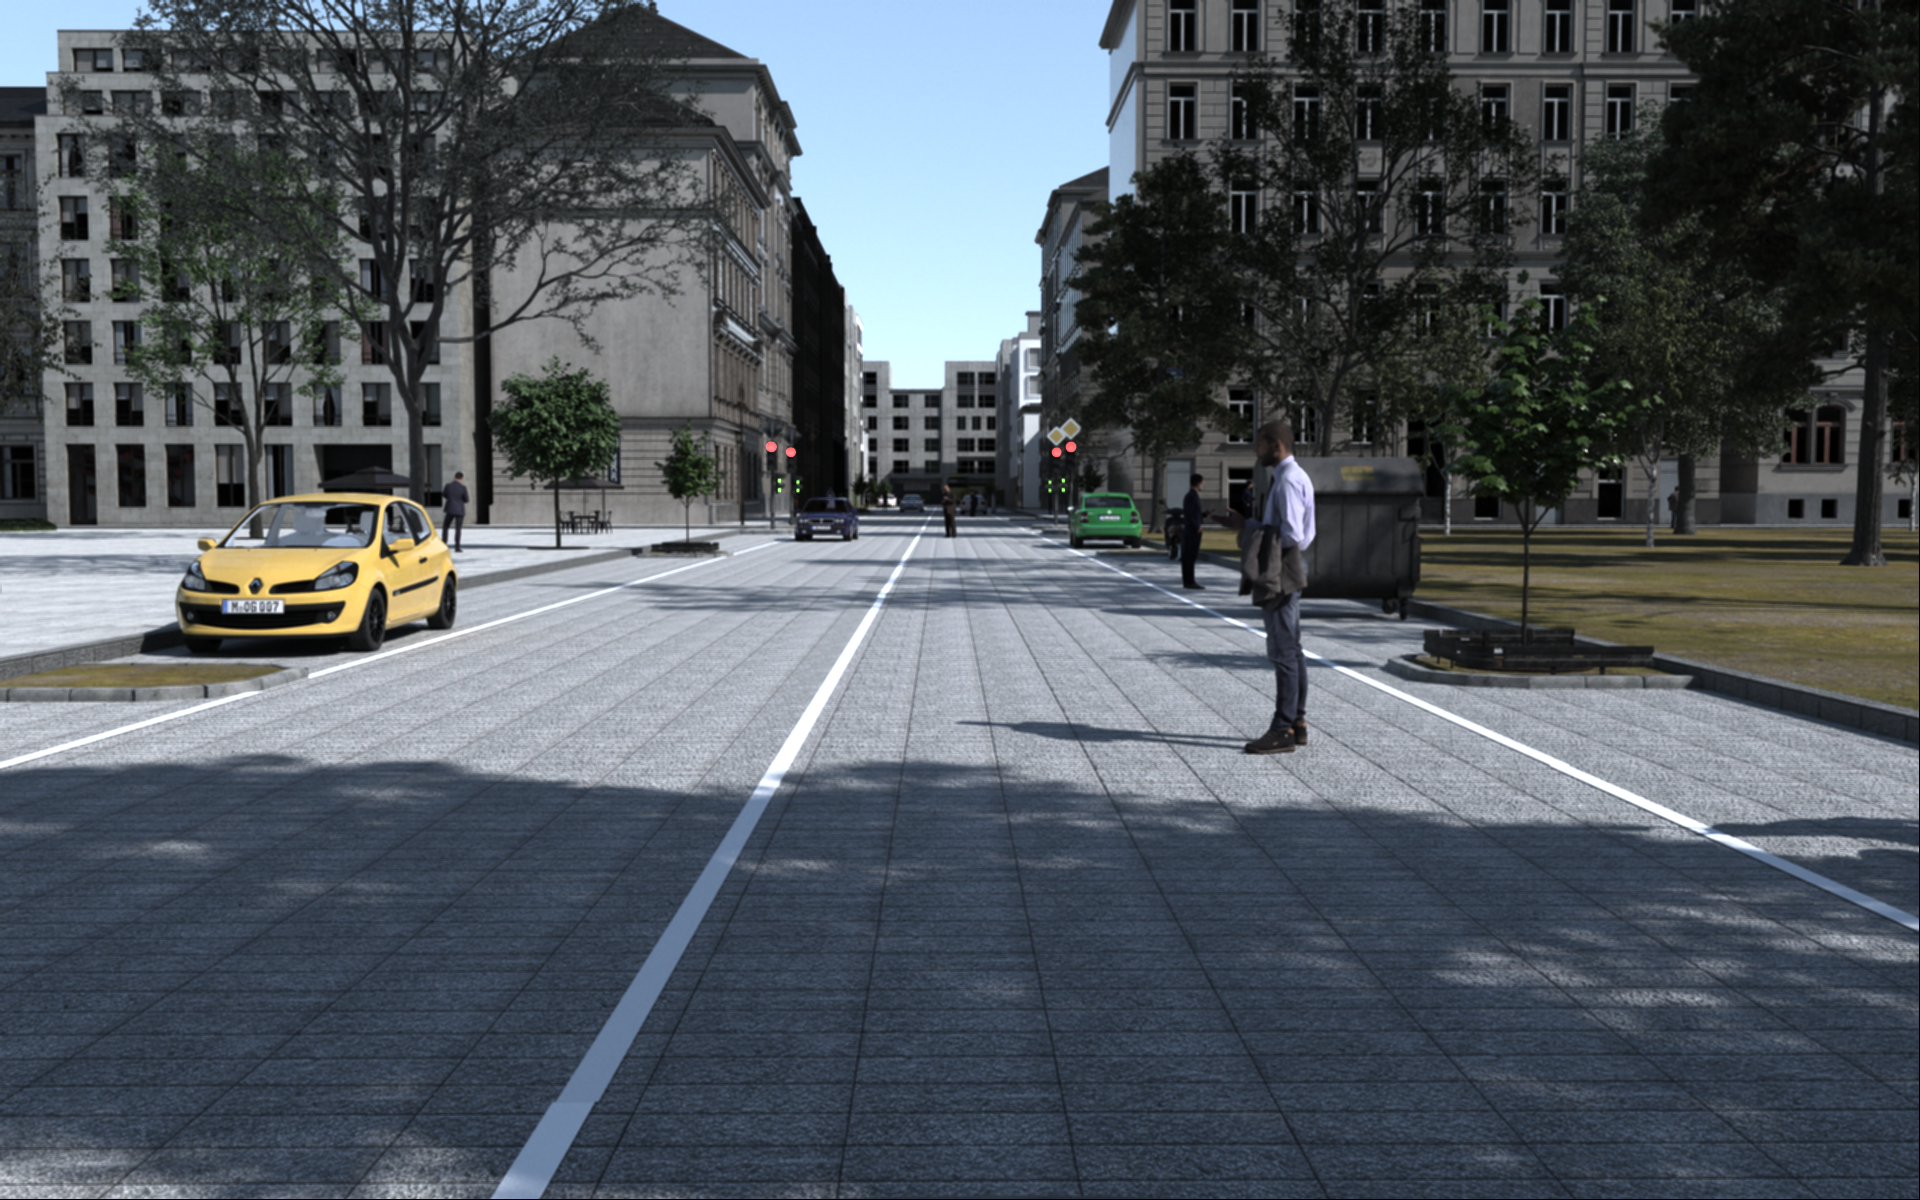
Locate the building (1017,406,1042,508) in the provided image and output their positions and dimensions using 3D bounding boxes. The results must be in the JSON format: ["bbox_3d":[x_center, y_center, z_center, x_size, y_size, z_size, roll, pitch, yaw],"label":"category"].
[{"bbox_3d":[10.496,-13.596,164.448,9.099,9.664,28.070,0,4,-1],"label":"building"}]

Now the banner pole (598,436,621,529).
[{"bbox_3d":[-12.836,-4.492,63.465,0.863,3.779,0.401,0,4,-1],"label":"banner pole"}]

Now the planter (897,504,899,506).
[{"bbox_3d":[-7.761,-11.004,201.055,1.991,0.319,1.994,0,4,-1],"label":"planter"}]

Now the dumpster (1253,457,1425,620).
[{"bbox_3d":[4.351,-0.729,20.137,1.865,1.857,1.264,0,4,1],"label":"dumpster"}]

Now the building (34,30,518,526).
[{"bbox_3d":[-28.695,-13.470,74.989,16.860,20.320,10.420,0,4,-1],"label":"building"}]

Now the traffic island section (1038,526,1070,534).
[{"bbox_3d":[4.024,-2.486,62.933,2.009,0.180,2.903,0,4,-1],"label":"traffic island section"}]

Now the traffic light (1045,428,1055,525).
[{"bbox_3d":[3.910,-4.988,70.804,0.839,4.213,0.868,0,4,-1],"label":"traffic light"}]

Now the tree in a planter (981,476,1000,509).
[{"bbox_3d":[3.007,-10.739,172.800,1.991,3.239,1.994,0,4,-1],"label":"tree in a planter"}]

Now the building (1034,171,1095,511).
[{"bbox_3d":[12.541,-20.556,133.353,12.463,27.353,25.104,0,4,-1],"label":"building"}]

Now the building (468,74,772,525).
[{"bbox_3d":[-14.949,-13.207,80.560,10.561,19.102,19.286,0,4,-1],"label":"building"}]

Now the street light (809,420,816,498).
[{"bbox_3d":[-9.244,-8.306,108.593,0.468,5.910,1.993,0,4,-1],"label":"street light"}]

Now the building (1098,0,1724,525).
[{"bbox_3d":[19.128,-17.047,75.977,25.104,27.353,12.463,0,4,-1],"label":"building"}]

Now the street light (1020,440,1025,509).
[{"bbox_3d":[5.223,-10.570,145.614,0.468,5.910,1.993,0,4,-1],"label":"street light"}]

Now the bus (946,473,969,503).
[{"bbox_3d":[-0.280,-13.137,206.339,2.896,3.916,12.252,0,4,0],"label":"bus"}]

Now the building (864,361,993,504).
[{"bbox_3d":[-2.129,-22.728,238.063,31.486,18.905,16.747,0,4,-1],"label":"building"}]

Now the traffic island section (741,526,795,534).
[{"bbox_3d":[-6.817,-2.481,62.838,2.009,0.180,2.903,0,4,-1],"label":"traffic island section"}]

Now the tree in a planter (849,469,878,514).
[{"bbox_3d":[-7.046,-7.689,122.938,1.991,3.239,1.994,0,4,-1],"label":"tree in a planter"}]

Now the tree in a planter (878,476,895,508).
[{"bbox_3d":[-7.500,-10.751,173.005,1.991,3.239,1.994,0,4,-1],"label":"tree in a planter"}]

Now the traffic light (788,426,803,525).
[{"bbox_3d":[-6.850,-4.981,70.690,0.839,4.213,0.868,0,4,-1],"label":"traffic light"}]

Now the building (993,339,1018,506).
[{"bbox_3d":[13.111,-20.776,206.146,16.747,18.905,31.486,0,4,-1],"label":"building"}]

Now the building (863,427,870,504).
[{"bbox_3d":[-25.609,-16.880,218.135,28.070,9.664,9.099,0,4,-1],"label":"building"}]

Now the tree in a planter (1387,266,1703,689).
[{"bbox_3d":[4.473,-1.003,13.629,1.991,3.239,1.994,0,4,-1],"label":"tree in a planter"}]

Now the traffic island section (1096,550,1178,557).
[{"bbox_3d":[4.221,-1.089,40.667,1.991,0.108,1.994,0,4,-1],"label":"traffic island section"}]

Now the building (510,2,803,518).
[{"bbox_3d":[-17.015,-19.240,101.968,14.401,28.519,23.554,0,4,-1],"label":"building"}]

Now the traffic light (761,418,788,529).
[{"bbox_3d":[-6.777,-4.493,62.705,0.839,4.213,0.868,0,4,-1],"label":"traffic light"}]

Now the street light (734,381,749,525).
[{"bbox_3d":[-8.947,-6.011,71.063,0.468,5.910,1.993,0,4,-1],"label":"street light"}]

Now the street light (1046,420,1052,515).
[{"bbox_3d":[5.622,-8.262,107.873,0.468,5.910,1.993,0,4,-1],"label":"street light"}]

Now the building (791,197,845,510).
[{"bbox_3d":[-15.779,-18.833,137.599,12.332,23.373,15.834,0,4,-1],"label":"building"}]

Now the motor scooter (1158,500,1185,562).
[{"bbox_3d":[4.706,-1.505,37.380,0.815,1.314,1.986,0,4,-1],"label":"motor scooter"}]

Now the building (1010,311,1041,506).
[{"bbox_3d":[13.382,-20.051,184.249,16.016,20.091,11.380,0,4,-1],"label":"building"}]

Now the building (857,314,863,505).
[{"bbox_3d":[-25.508,-21.395,193.790,27.936,21.610,32.646,0,4,-1],"label":"building"}]

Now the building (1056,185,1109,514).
[{"bbox_3d":[11.615,-16.037,111.349,9.793,20.994,18.267,0,4,-1],"label":"building"}]

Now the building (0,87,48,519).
[{"bbox_3d":[-46.781,-12.953,76.416,19.286,19.102,10.561,0,4,-1],"label":"building"}]

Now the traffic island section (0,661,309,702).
[{"bbox_3d":[-6.038,0.608,12.933,1.991,0.108,1.994,0,4,-1],"label":"traffic island section"}]

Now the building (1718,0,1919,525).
[{"bbox_3d":[44.144,-17.741,77.452,23.554,28.519,14.401,0,4,-1],"label":"building"}]

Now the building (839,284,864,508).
[{"bbox_3d":[-18.395,-18.072,161.932,16.747,18.905,31.486,0,4,-1],"label":"building"}]

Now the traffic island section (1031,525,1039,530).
[{"bbox_3d":[3.951,-2.975,70.918,2.009,0.180,2.903,0,4,-1],"label":"traffic island section"}]

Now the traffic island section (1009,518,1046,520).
[{"bbox_3d":[3.721,-4.447,95.581,1.991,0.108,1.994,0,4,-1],"label":"traffic island section"}]

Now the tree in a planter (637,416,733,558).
[{"bbox_3d":[-6.275,-2.603,39.780,1.991,3.239,1.994,0,4,-1],"label":"tree in a planter"}]

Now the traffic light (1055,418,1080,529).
[{"bbox_3d":[3.984,-4.500,62.820,0.839,4.213,0.868,0,4,-1],"label":"traffic light"}]
